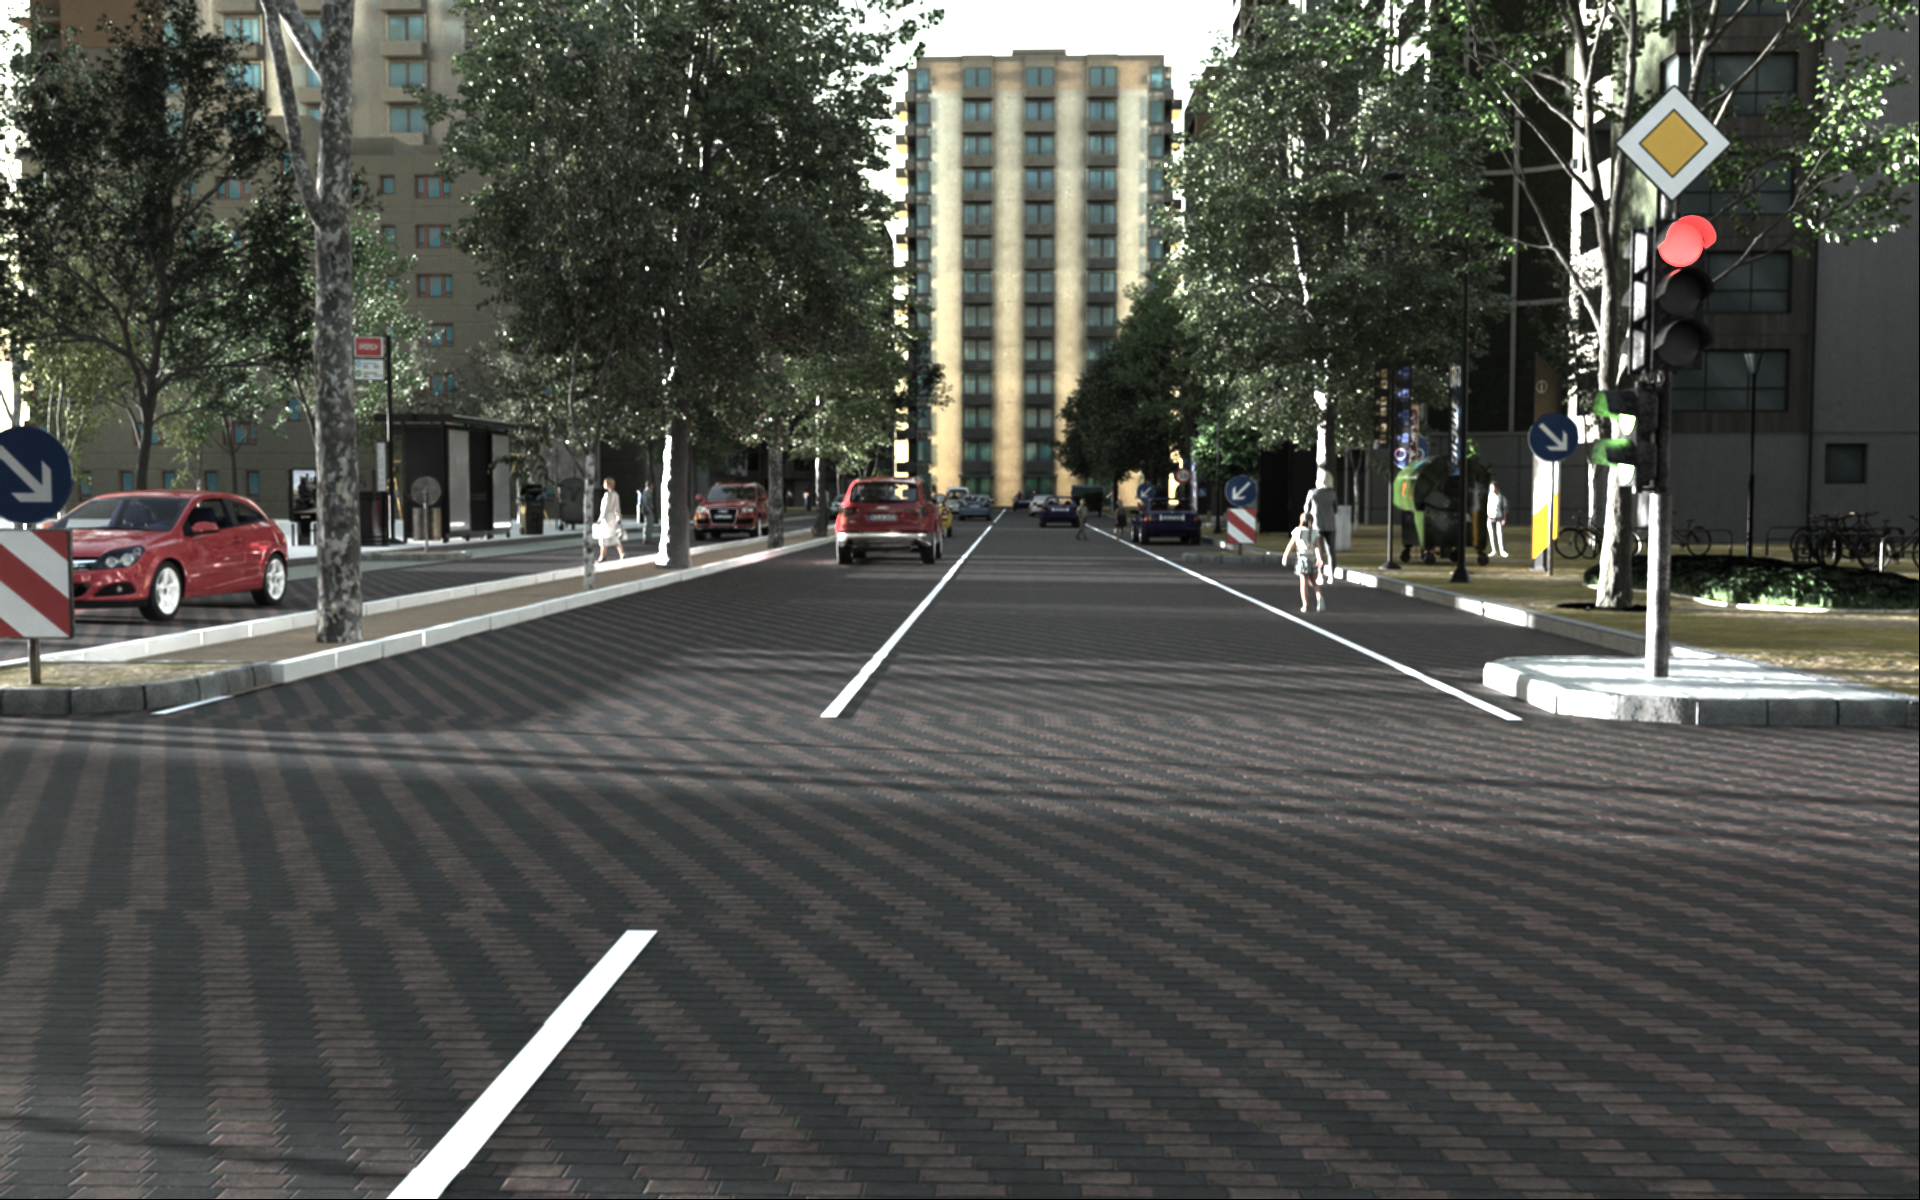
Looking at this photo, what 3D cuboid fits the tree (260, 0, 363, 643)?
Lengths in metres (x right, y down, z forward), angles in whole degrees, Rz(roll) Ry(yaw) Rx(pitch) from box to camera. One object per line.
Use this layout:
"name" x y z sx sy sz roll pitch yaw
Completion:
"tree" -7.182 -9.706 17.034 12.611 20.169 13.585 0 3 0

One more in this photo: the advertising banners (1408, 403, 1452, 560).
"advertising banners" 9.257 -2.319 34.111 0.090 3.025 2.074 3 5 43

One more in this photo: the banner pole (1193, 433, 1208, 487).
"banner pole" 9.764 -4.942 70.821 0.863 3.779 0.401 -1 4 -20

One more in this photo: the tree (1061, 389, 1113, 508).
"tree" 12.650 -14.664 157.886 7.486 12.596 7.792 0 3 0

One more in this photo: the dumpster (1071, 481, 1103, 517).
"dumpster" 7.983 -6.353 108.821 1.985 2.255 1.502 0 4 1

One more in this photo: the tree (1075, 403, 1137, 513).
"tree" 10.364 -10.377 120.032 4.737 8.622 4.395 0 3 0

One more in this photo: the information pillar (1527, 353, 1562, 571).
"information pillar" 9.713 -2.285 28.711 0.183 3.616 0.504 -3 4 -37

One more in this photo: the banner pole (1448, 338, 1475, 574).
"banner pole" 8.075 -2.327 28.061 0.401 3.779 0.863 -1 4 -8

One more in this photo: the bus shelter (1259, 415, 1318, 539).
"bus shelter" 10.110 -3.775 52.996 1.731 3.624 6.357 0 4 2

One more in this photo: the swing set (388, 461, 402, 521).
"swing set" -25.174 -5.133 81.544 3.119 2.851 2.862 0 4 -2

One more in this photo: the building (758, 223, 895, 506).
"building" -14.323 -25.363 186.383 14.107 30.474 14.160 0 4 2

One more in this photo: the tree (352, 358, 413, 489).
"tree" -28.941 -8.315 86.314 4.737 8.622 4.395 0 3 0

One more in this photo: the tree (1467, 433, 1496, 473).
"tree" 16.152 -3.678 54.732 1.663 3.219 1.824 0 3 0

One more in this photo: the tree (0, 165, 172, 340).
"tree" -20.528 -5.476 39.895 4.737 8.622 4.395 0 3 0

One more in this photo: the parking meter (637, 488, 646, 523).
"parking meter" -14.103 -4.179 76.745 0.372 1.533 0.369 0 3 0

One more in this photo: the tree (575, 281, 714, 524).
"tree" -13.356 -8.523 73.762 7.601 10.594 8.767 0 4 2

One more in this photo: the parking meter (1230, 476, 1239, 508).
"parking meter" 8.897 -3.069 55.896 0.255 1.863 0.399 2 4 34

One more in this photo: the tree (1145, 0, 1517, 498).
"tree" 9.258 -8.338 42.977 9.857 13.997 8.962 0 3 0

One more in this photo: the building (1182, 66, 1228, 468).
"building" 31.504 -32.692 184.623 14.200 45.320 14.600 0 4 2

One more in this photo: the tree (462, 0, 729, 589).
"tree" -5.560 -4.470 25.906 4.360 8.622 3.978 0 3 0

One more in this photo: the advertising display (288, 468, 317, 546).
"advertising display" -16.420 -2.330 43.315 0.123 1.923 0.974 1 4 17

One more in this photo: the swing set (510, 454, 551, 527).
"swing set" -17.722 -4.185 66.045 2.862 2.851 3.119 2 4 24

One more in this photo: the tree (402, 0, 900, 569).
"tree" -5.497 -7.574 32.940 9.857 13.997 8.962 0 3 0

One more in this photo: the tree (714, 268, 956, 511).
"tree" -4.302 -7.921 66.379 8.767 10.594 7.601 0 4 2

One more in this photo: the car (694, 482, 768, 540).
"car" -7.203 -2.862 55.475 2.281 1.827 5.304 0 4 1

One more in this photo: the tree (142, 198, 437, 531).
"tree" -21.977 -8.179 59.475 9.928 11.665 9.643 0 3 0

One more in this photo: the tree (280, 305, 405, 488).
"tree" -23.843 -7.088 66.255 4.360 8.622 3.978 0 3 0

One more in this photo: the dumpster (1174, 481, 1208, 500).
"dumpster" 11.506 -5.124 86.269 1.502 2.255 1.985 0 4 2

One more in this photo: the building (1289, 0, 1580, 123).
"building" 25.181 -19.944 97.793 14.160 30.474 14.107 0 4 2

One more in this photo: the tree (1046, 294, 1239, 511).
"tree" 11.226 -11.140 99.148 9.611 12.733 9.660 0 3 0

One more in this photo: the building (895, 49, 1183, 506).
"building" 8.470 -34.842 189.277 30.456 49.044 23.786 0 4 2

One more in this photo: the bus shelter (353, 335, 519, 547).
"bus shelter" -14.173 -4.215 46.551 2.179 5.291 8.768 0 4 2

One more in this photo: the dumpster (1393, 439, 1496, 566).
"dumpster" 8.867 -1.791 31.783 1.502 2.255 1.985 0 4 2

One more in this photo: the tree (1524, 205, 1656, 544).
"tree" 16.124 -5.708 43.695 4.360 8.622 3.978 0 3 0

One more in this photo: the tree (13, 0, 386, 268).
"tree" -14.490 -5.899 30.866 7.601 10.594 8.767 0 4 7

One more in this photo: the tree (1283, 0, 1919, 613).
"tree" 7.265 -5.690 18.780 9.928 11.665 9.643 0 3 0

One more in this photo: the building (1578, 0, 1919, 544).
"building" 25.589 -17.073 50.850 14.160 30.474 14.107 0 4 2

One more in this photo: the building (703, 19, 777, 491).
"building" -31.568 -45.905 188.800 20.611 71.187 20.563 0 4 2

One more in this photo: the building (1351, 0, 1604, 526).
"building" 27.519 -38.937 74.868 20.563 71.187 20.611 0 4 2

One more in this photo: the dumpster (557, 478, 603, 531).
"dumpster" -13.468 -3.400 61.341 1.264 1.857 1.865 0 4 2

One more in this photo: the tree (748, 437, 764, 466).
"tree" -12.763 -9.026 97.942 4.360 8.622 3.978 0 3 0

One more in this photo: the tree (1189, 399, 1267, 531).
"tree" 9.390 -4.651 59.761 4.285 4.588 4.351 0 3 0

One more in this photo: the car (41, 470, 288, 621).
"car" -9.769 -0.726 20.914 2.155 1.783 4.494 0 4 3

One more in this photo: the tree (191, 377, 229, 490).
"tree" -38.259 -8.320 86.398 4.737 8.622 4.395 0 3 0

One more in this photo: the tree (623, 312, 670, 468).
"tree" -13.107 -10.144 83.980 7.486 12.596 7.792 0 3 0

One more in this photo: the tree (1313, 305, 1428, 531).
"tree" 13.878 -6.712 60.108 4.737 8.622 4.395 0 3 0

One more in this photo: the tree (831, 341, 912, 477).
"tree" -4.044 -7.350 72.995 4.737 8.622 4.395 0 3 0

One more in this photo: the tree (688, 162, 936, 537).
"tree" -4.715 -8.378 57.568 7.486 12.596 7.792 0 3 0
